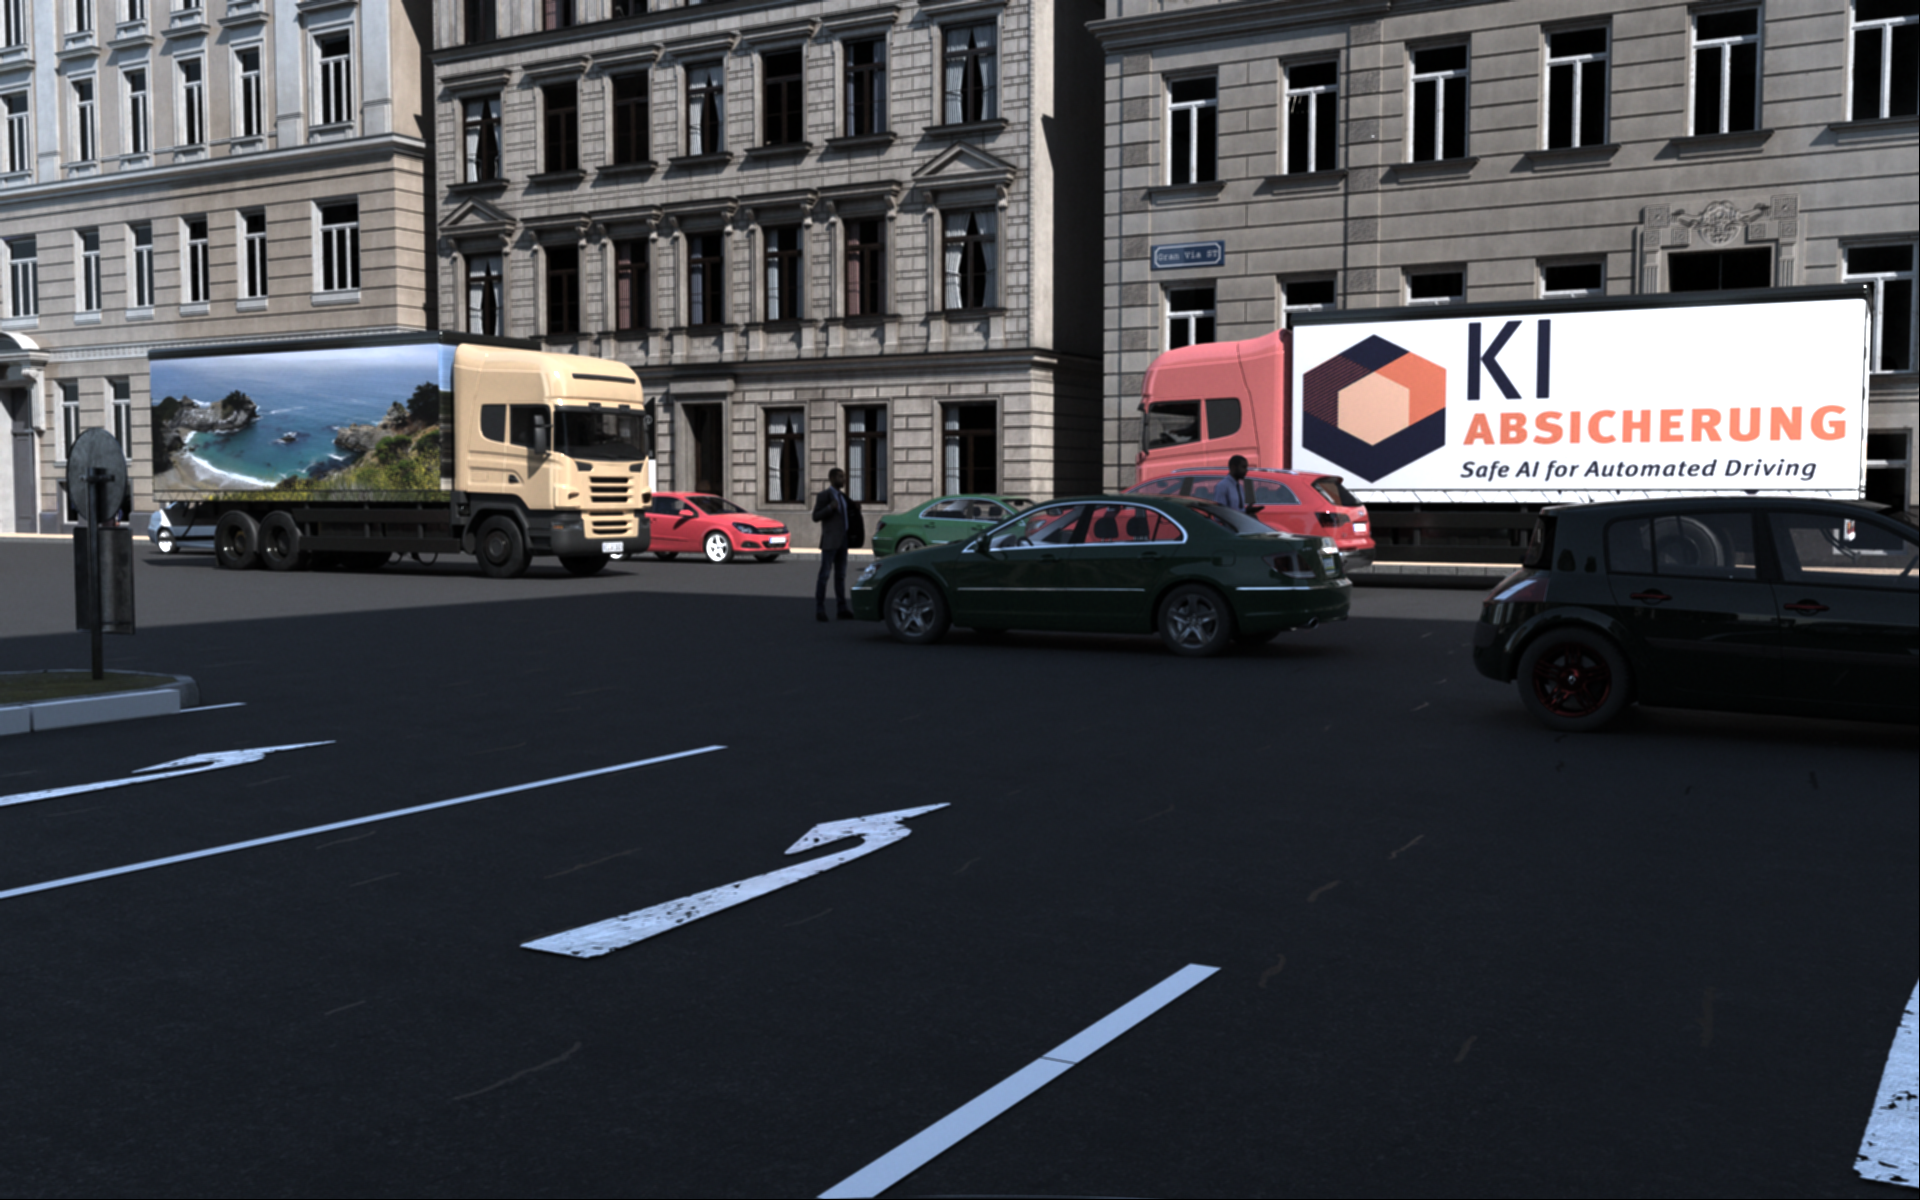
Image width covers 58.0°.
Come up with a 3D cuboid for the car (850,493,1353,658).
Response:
[{"bbox_3d":[1.242,-0.292,16.577,4.920,1.459,2.131,2,4,28],"label":"car"}]

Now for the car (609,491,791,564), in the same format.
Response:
[{"bbox_3d":[-5.640,-1.699,36.822,4.494,1.783,2.155,2,4,31],"label":"car"}]

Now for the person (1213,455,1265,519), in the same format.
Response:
[{"bbox_3d":[2.975,-0.601,18.189,0.599,1.838,0.709,2,4,35],"label":"person"}]

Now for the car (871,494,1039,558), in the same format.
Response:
[{"bbox_3d":[0.741,-1.197,31.375,4.920,1.459,2.131,2,4,30],"label":"car"}]

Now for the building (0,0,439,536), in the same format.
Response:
[{"bbox_3d":[-20.655,-16.558,56.625,20.117,28.700,13.634,2,4,29],"label":"building"}]

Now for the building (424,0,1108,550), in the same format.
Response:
[{"bbox_3d":[-3.961,-11.086,45.891,19.286,19.102,10.561,2,4,29],"label":"building"}]

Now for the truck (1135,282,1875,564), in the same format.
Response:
[{"bbox_3d":[7.632,-2.310,26.687,11.283,4.237,2.839,2,4,29],"label":"truck"}]

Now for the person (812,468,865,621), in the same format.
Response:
[{"bbox_3d":[-1.369,-0.629,19.608,0.431,1.722,0.655,3,5,39],"label":"person"}]

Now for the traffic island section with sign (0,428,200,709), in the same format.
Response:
[{"bbox_3d":[-6.260,-0.204,11.472,2.006,1.907,1.989,2,4,29],"label":"traffic island section with sign"}]

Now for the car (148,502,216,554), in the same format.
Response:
[{"bbox_3d":[-17.371,-1.787,41.222,4.499,1.417,2.014,2,4,31],"label":"car"}]

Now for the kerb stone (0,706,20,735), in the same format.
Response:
[{"bbox_3d":[-5.905,0.746,10.033,0.120,0.150,1.000,2,4,29],"label":"kerb stone"}]

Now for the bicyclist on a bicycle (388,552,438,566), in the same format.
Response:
[{"bbox_3d":[-11.092,-1.521,34.891,1.625,1.676,1.499,2,4,31],"label":"bicyclist on a bicycle"}]

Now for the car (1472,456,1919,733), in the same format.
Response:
[{"bbox_3d":[5.272,-0.038,10.411,4.222,1.686,2.009,2,4,29],"label":"car"}]

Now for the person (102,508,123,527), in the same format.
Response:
[{"bbox_3d":[-19.474,-1.729,39.468,0.574,1.496,0.600,3,5,40],"label":"person"}]

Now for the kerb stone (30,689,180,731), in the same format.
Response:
[{"bbox_3d":[-5.402,0.690,10.926,0.120,0.150,1.000,2,4,29],"label":"kerb stone"}]

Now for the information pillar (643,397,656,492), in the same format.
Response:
[{"bbox_3d":[-7.556,-3.084,41.779,0.504,3.616,0.183,1,4,20],"label":"information pillar"}]

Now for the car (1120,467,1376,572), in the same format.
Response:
[{"bbox_3d":[3.419,-1.034,25.577,5.304,1.827,2.281,2,4,30],"label":"car"}]

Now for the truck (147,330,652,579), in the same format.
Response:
[{"bbox_3d":[-10.200,-2.622,31.783,11.283,4.237,2.839,2,4,30],"label":"truck"}]

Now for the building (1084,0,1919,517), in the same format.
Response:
[{"bbox_3d":[16.316,-14.559,35.306,25.104,27.353,12.463,2,4,29],"label":"building"}]
